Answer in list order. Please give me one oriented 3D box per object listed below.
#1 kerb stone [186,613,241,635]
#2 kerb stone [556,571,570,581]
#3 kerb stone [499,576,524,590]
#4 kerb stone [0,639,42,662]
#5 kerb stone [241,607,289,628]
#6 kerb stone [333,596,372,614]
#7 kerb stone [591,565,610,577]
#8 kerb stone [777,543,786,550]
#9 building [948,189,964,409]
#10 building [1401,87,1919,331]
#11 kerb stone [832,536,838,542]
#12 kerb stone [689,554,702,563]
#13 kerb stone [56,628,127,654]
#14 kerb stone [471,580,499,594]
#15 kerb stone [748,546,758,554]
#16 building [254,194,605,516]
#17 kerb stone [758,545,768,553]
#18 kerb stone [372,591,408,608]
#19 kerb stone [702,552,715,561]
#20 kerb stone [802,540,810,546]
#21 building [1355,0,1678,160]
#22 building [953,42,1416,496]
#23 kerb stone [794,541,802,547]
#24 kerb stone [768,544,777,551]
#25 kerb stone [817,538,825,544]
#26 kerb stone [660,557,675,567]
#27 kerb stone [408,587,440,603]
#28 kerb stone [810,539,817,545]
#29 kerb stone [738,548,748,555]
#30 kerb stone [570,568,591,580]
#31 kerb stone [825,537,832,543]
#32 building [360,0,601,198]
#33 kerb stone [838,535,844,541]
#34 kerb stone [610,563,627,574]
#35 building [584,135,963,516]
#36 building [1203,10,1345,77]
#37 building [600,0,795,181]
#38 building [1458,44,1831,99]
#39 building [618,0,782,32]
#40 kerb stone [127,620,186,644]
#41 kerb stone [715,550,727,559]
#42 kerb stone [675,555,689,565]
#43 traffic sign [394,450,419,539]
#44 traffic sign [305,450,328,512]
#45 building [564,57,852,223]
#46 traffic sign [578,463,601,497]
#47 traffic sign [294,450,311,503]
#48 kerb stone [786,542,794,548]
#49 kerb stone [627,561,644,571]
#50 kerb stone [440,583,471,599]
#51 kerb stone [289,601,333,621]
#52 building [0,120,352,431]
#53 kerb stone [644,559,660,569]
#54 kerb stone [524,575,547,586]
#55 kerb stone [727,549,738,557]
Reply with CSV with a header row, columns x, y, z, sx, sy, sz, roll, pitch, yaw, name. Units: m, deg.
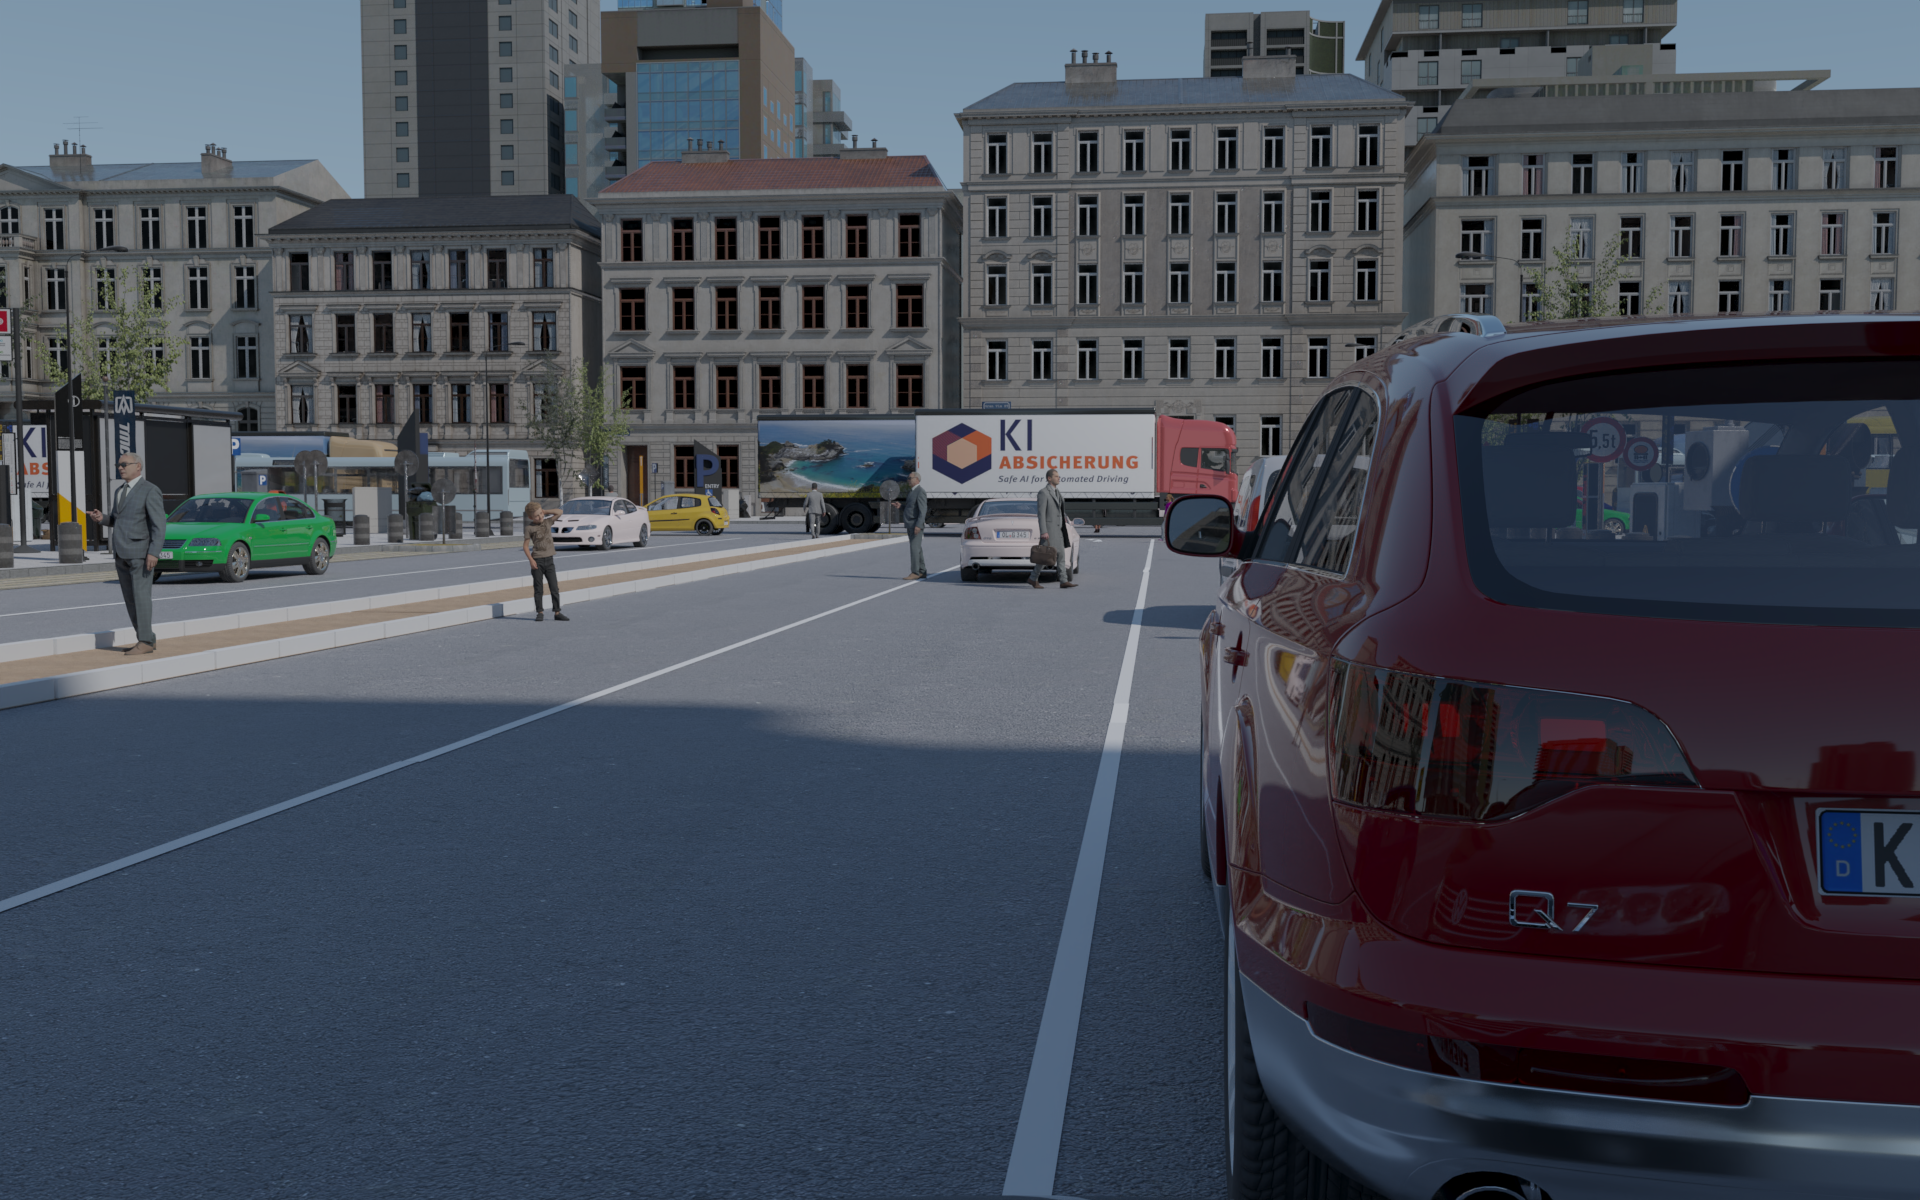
x,y,z,sx,sy,sz,roll,pitch,yaw,name
-7.787,0.266,17.908,0.120,0.150,1.000,0,4,7,kerb stone
-6.608,-0.363,28.126,0.120,0.150,1.000,0,4,7,kerb stone
-6.840,-0.238,26.080,0.120,0.150,1.000,0,4,7,kerb stone
-8.144,0.450,14.843,0.120,0.150,1.000,0,4,7,kerb stone
-7.665,0.200,18.927,0.120,0.150,1.000,0,4,7,kerb stone
-7.435,0.080,20.966,0.120,0.150,1.000,0,4,7,kerb stone
-6.363,-0.486,30.163,0.120,0.150,1.000,0,4,7,kerb stone
-4.697,-1.361,44.464,0.120,0.150,1.000,0,4,7,kerb stone
-9.029,-39.673,268.253,30.456,49.044,23.786,0,4,7,building
40.913,-16.336,100.376,30.059,22.955,16.112,0,4,7,building
-3.864,-1.796,51.617,0.120,0.150,1.000,0,4,7,kerb stone
-5.647,-0.861,36.297,0.120,0.150,1.000,0,4,7,kerb stone
-8.011,0.390,15.867,0.120,0.150,1.000,0,4,7,kerb stone
-6.951,-0.175,25.057,0.120,0.150,1.000,0,4,7,kerb stone
-5.054,-1.173,41.398,0.120,0.150,1.000,0,4,7,kerb stone
-30.543,-14.668,104.444,19.286,19.102,10.561,0,4,7,building
-4.932,-1.235,42.419,0.120,0.150,1.000,0,4,7,kerb stone
-7.312,0.016,21.988,0.120,0.150,1.000,0,4,7,kerb stone
-5.525,-0.925,37.318,0.120,0.150,1.000,0,4,7,kerb stone
-4.341,-1.549,47.524,0.120,0.150,1.000,0,4,7,kerb stone
56.894,-36.127,179.922,28.713,52.752,27.495,0,4,7,building
12.802,-18.601,101.382,25.104,27.353,12.463,0,4,7,building
-4.464,-1.485,46.502,0.120,0.150,1.000,0,4,7,kerb stone
-4.820,-1.299,43.439,0.120,0.150,1.000,0,4,7,kerb stone
-4.106,-1.675,49.575,0.120,0.150,1.000,0,4,7,kerb stone
-5.887,-0.738,34.257,0.120,0.150,1.000,0,4,7,kerb stone
-7.201,-0.049,23.007,0.120,0.150,1.000,0,4,7,kerb stone
-4.225,-1.611,48.543,0.120,0.150,1.000,0,4,7,kerb stone
-5.178,-1.112,40.377,0.120,0.150,1.000,0,4,7,kerb stone
-6.482,-0.425,29.144,0.120,0.150,1.000,0,4,7,kerb stone
-3.978,-1.737,50.593,0.120,0.150,1.000,0,4,7,kerb stone
-52.927,-46.323,195.630,20.611,71.187,20.563,0,4,7,building
-3.749,-1.859,52.636,0.120,0.150,1.000,0,4,7,kerb stone
-6.246,-0.548,31.189,0.120,0.150,1.000,0,4,7,kerb stone
-10.252,-16.351,103.502,21.152,22.565,11.583,0,4,7,building
46.786,-50.278,260.297,20.611,71.187,20.563,0,4,7,building
-23.276,-31.092,158.458,14.600,45.320,14.200,0,4,7,building
56.091,-28.297,154.529,32.217,40.220,23.993,0,4,7,building
-40.013,-58.603,270.834,31.000,86.520,22.319,0,4,7,building
-7.907,0.325,16.889,0.120,0.150,1.000,0,4,7,kerb stone
-5.407,-0.986,38.338,0.120,0.150,1.000,0,4,7,kerb stone
-5.760,-0.797,35.277,0.120,0.150,1.000,0,4,7,kerb stone
-15.958,-3.047,49.919,0.768,2.556,0.104,1,4,11,traffic sign
-18.522,-3.040,49.815,0.768,2.556,0.104,1,4,16,traffic sign
-27.734,-35.003,191.905,30.456,49.044,23.786,0,4,7,building
-12.032,-3.219,56.268,0.795,2.450,0.064,0,4,7,traffic sign
-19.051,-3.076,50.396,0.768,2.556,0.104,1,4,15,traffic sign
-4.586,-1.424,45.484,0.120,0.150,1.000,0,4,7,kerb stone
-6.129,-0.612,32.209,0.120,0.150,1.000,0,4,7,kerb stone
-7.071,-0.111,24.035,0.120,0.150,1.000,0,4,7,kerb stone
-7.544,0.138,19.946,0.120,0.150,1.000,0,4,7,kerb stone
-56.980,-17.836,110.710,34.723,24.649,14.460,0,4,7,building
-6.008,-0.670,33.239,0.120,0.150,1.000,0,4,7,kerb stone
-6.716,-0.300,27.103,0.120,0.150,1.000,0,4,7,kerb stone
-5.292,-1.050,39.357,0.120,0.150,1.000,0,4,7,kerb stone
